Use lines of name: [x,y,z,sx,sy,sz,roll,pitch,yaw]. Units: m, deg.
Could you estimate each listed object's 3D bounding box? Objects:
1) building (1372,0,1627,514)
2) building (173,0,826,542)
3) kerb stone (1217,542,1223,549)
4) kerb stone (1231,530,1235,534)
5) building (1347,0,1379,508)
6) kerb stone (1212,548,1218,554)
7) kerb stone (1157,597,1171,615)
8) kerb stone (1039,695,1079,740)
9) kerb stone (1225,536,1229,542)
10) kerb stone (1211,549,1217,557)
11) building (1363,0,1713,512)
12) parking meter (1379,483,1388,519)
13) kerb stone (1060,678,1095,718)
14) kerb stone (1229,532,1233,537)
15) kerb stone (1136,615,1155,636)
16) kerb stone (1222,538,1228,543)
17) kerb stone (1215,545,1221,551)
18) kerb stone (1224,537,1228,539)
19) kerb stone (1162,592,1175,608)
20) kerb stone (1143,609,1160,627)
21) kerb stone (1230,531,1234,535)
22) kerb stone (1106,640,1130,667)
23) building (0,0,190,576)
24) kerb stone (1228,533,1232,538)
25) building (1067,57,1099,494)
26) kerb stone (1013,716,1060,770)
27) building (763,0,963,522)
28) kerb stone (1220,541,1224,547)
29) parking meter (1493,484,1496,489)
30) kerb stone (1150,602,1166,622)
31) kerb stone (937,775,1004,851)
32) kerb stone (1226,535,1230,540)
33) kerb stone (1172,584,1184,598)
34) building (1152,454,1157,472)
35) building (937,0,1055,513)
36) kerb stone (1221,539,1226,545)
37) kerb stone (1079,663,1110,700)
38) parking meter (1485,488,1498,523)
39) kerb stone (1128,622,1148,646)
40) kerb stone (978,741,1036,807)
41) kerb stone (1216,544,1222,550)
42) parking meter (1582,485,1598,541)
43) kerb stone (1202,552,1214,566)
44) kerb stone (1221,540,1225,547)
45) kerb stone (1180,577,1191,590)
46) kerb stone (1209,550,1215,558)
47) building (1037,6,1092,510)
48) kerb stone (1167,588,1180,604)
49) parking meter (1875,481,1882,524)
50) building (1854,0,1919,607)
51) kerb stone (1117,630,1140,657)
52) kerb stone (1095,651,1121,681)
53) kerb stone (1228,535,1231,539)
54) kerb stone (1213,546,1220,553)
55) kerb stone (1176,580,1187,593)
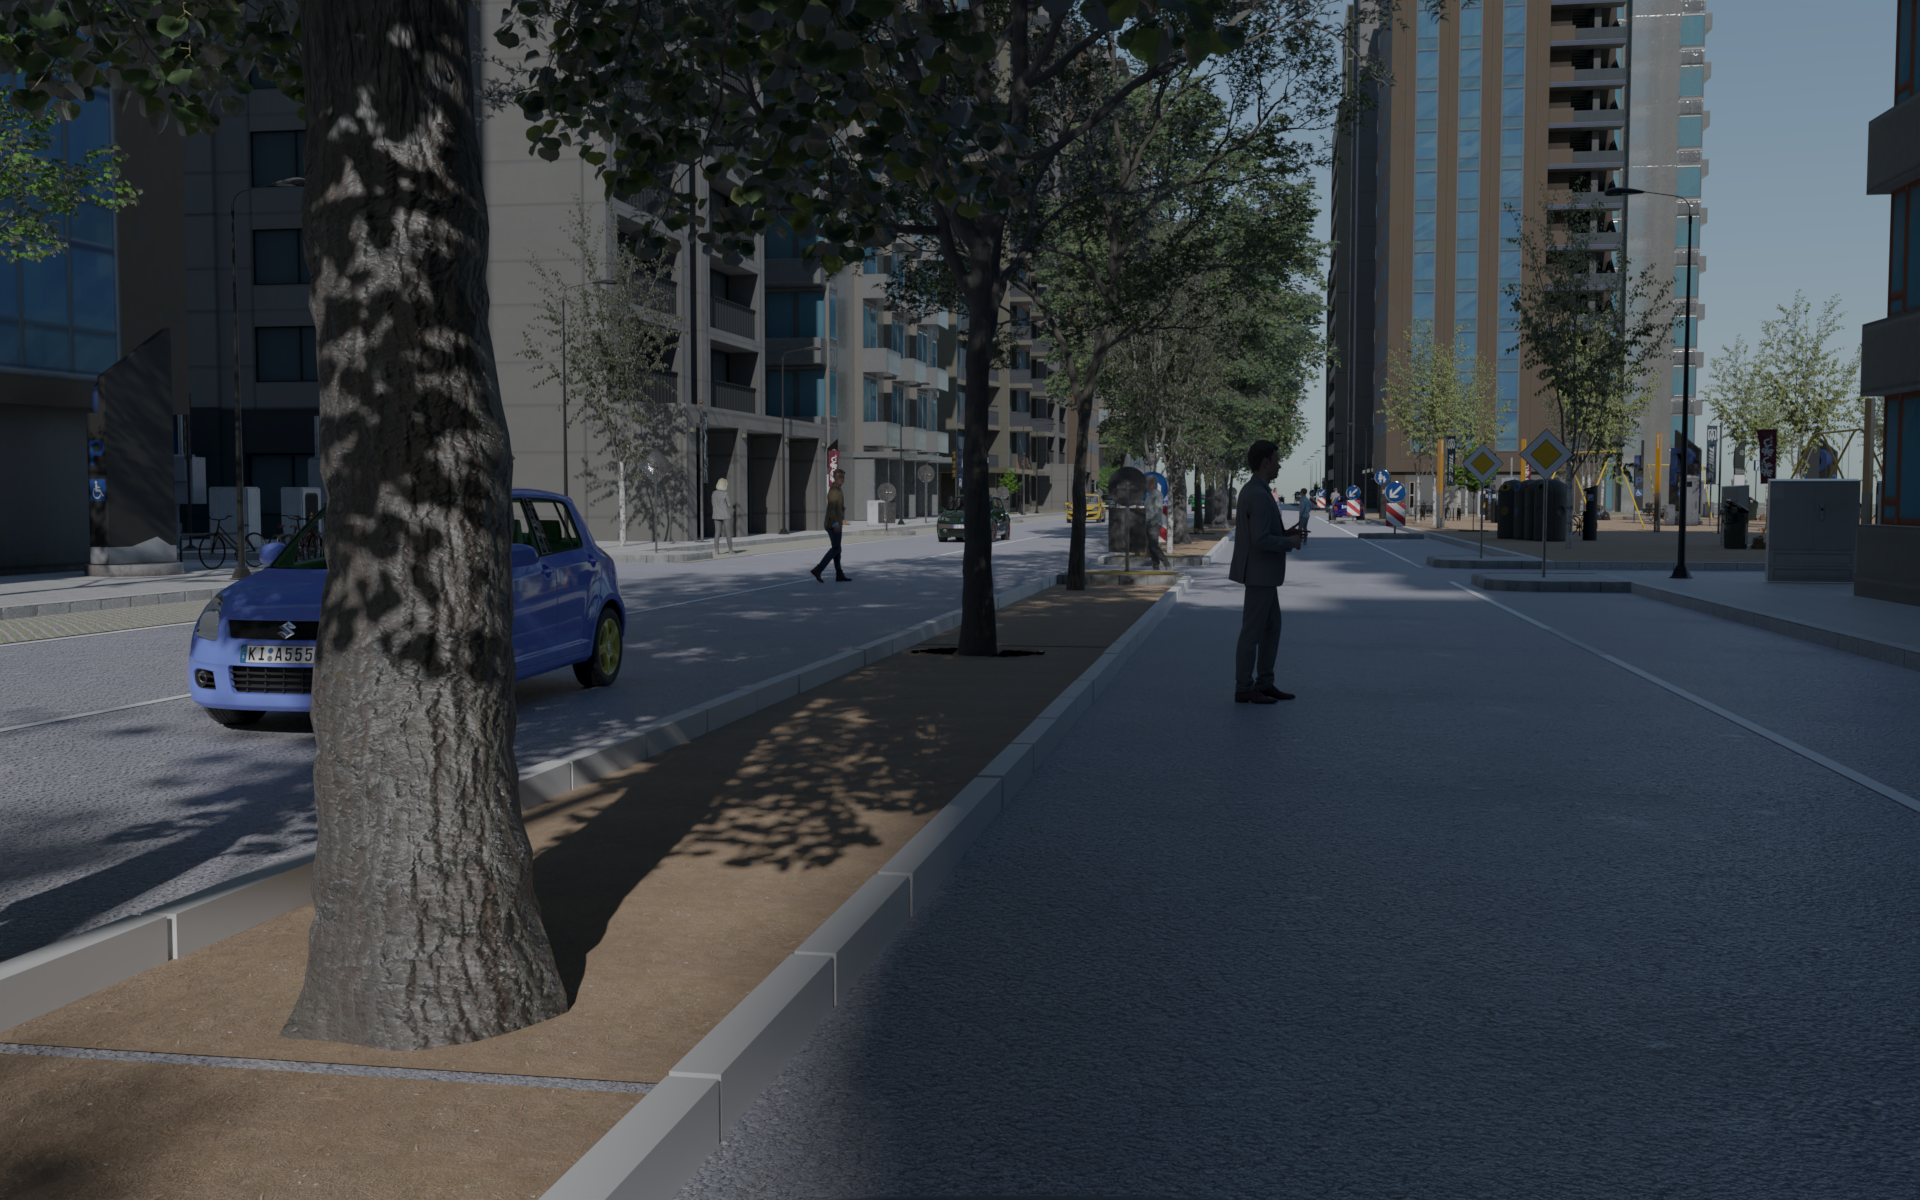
building: [35.167,-28.426,114.882,14.600,45.320,14.200,1,4,10]
building: [-15.588,-37.809,56.427,20.563,71.187,20.611,1,4,10]
kerb stone: [6.439,-1.285,43.277,0.120,0.150,1.000,1,4,10]
kerb stone: [8.948,-2.153,57.390,0.120,0.150,1.000,1,4,10]
building: [48.005,-38.115,165.181,21.231,58.520,28.212,1,4,10]
kerb stone: [5.725,-1.042,39.248,0.120,0.150,1.000,1,4,10]
kerb stone: [2.388,0.102,20.532,0.120,0.150,1.000,1,4,10]
kerb stone: [0.586,0.720,10.431,0.120,0.150,1.000,1,4,10]
kerb stone: [7.517,-1.658,49.331,0.120,0.150,1.000,1,4,10]
kerb stone: [5.539,-0.981,38.229,0.120,0.150,1.000,1,4,10]
building: [44.498,-31.568,135.748,23.786,49.044,30.456,1,4,10]
parking meter: [21.643,-5.071,88.619,0.399,1.863,0.255,0,4,-3]
kerb stone: [0.766,0.658,11.438,0.120,0.150,1.000,1,4,10]
kerb stone: [8.413,-1.962,54.367,0.120,0.150,1.000,1,4,10]
kerb stone: [1.848,0.287,17.510,0.120,0.150,1.000,1,4,10]
kerb stone: [7.166,-1.535,47.314,0.120,0.150,1.000,1,4,10]
kerb stone: [6.077,-1.163,41.264,0.120,0.150,1.000,1,4,10]
kerb stone: [7.341,-1.596,48.321,0.120,0.150,1.000,1,4,10]
kerb stone: [2.560,0.042,21.541,0.120,0.150,1.000,1,4,10]
kerb stone: [2.025,0.227,18.520,0.120,0.150,1.000,1,4,10]
kerb stone: [8.594,-2.025,55.377,0.120,0.150,1.000,1,4,10]
kerb stone: [1.302,0.473,14.474,0.120,0.150,1.000,1,4,10]
building: [-21.987,-22.883,24.251,14.200,45.320,14.600,1,4,10]
kerb stone: [8.237,-1.906,53.355,0.120,0.150,1.000,1,4,10]
building: [6.003,-31.702,168.433,14.600,45.320,14.200,1,4,10]
kerb stone: [0.410,0.782,9.413,0.120,0.150,1.000,1,4,10]
building: [-13.011,-28.809,90.641,23.786,49.044,30.456,1,4,10]
kerb stone: [6.619,-1.351,44.293,0.120,0.150,1.000,1,4,10]
parking meter: [32.361,-6.084,105.179,0.255,1.863,0.399,2,4,25]
kerb stone: [2.207,0.163,19.526,0.120,0.150,1.000,1,4,10]
kerb stone: [0.042,0.912,7.377,0.120,0.150,1.000,1,4,10]
kerb stone: [7.687,-1.721,50.338,0.120,0.150,1.000,1,4,10]
kerb stone: [2.926,-0.084,23.562,0.120,0.150,1.000,1,4,10]
building: [22.129,-37.231,258.833,14.600,45.320,14.200,1,4,10]
building: [-4.907,-28.932,127.660,22.147,44.769,28.867,1,4,10]
kerb stone: [6.977,-1.475,46.306,0.120,0.150,1.000,1,4,10]
kerb stone: [0.953,0.596,12.454,0.120,0.150,1.000,1,4,10]
parking meter: [25.666,-4.624,84.021,0.372,1.533,0.369,0,3,0]
kerb stone: [1.669,0.348,16.504,0.120,0.150,1.000,1,4,10]
kerb stone: [0.228,0.844,8.398,0.120,0.150,1.000,1,4,10]
kerb stone: [6.258,-1.228,42.270,0.120,0.150,1.000,1,4,10]
parking meter: [17.370,-2.405,47.740,0.372,1.533,0.369,0,3,0]
kerb stone: [5.180,-0.857,36.204,0.120,0.150,1.000,1,4,10]
kerb stone: [6.798,-1.410,45.300,0.120,0.150,1.000,1,4,10]
kerb stone: [3.291,-0.208,25.592,0.120,0.150,1.000,1,4,10]
kerb stone: [5.359,-0.919,37.214,0.120,0.150,1.000,1,4,10]
building: [0.971,-43.586,150.891,20.563,71.187,20.611,1,4,10]
kerb stone: [2.739,-0.022,22.550,0.120,0.150,1.000,1,4,10]
parking meter: [17.785,-1.519,33.254,0.372,1.533,0.369,0,3,0]
building: [22.382,-9.761,4.631,27.650,21.520,28.899,1,4,10]
kerb stone: [1.486,0.410,15.492,0.120,0.150,1.000,1,4,10]
kerb stone: [1.130,0.538,13.462,0.120,0.150,1.000,1,4,10]
kerb stone: [7.876,-1.778,51.343,0.120,0.150,1.000,1,4,10]
kerb stone: [5.903,-1.103,40.257,0.120,0.150,1.000,1,4,10]
kerb stone: [3.105,-0.143,24.584,0.120,0.150,1.000,1,4,10]
